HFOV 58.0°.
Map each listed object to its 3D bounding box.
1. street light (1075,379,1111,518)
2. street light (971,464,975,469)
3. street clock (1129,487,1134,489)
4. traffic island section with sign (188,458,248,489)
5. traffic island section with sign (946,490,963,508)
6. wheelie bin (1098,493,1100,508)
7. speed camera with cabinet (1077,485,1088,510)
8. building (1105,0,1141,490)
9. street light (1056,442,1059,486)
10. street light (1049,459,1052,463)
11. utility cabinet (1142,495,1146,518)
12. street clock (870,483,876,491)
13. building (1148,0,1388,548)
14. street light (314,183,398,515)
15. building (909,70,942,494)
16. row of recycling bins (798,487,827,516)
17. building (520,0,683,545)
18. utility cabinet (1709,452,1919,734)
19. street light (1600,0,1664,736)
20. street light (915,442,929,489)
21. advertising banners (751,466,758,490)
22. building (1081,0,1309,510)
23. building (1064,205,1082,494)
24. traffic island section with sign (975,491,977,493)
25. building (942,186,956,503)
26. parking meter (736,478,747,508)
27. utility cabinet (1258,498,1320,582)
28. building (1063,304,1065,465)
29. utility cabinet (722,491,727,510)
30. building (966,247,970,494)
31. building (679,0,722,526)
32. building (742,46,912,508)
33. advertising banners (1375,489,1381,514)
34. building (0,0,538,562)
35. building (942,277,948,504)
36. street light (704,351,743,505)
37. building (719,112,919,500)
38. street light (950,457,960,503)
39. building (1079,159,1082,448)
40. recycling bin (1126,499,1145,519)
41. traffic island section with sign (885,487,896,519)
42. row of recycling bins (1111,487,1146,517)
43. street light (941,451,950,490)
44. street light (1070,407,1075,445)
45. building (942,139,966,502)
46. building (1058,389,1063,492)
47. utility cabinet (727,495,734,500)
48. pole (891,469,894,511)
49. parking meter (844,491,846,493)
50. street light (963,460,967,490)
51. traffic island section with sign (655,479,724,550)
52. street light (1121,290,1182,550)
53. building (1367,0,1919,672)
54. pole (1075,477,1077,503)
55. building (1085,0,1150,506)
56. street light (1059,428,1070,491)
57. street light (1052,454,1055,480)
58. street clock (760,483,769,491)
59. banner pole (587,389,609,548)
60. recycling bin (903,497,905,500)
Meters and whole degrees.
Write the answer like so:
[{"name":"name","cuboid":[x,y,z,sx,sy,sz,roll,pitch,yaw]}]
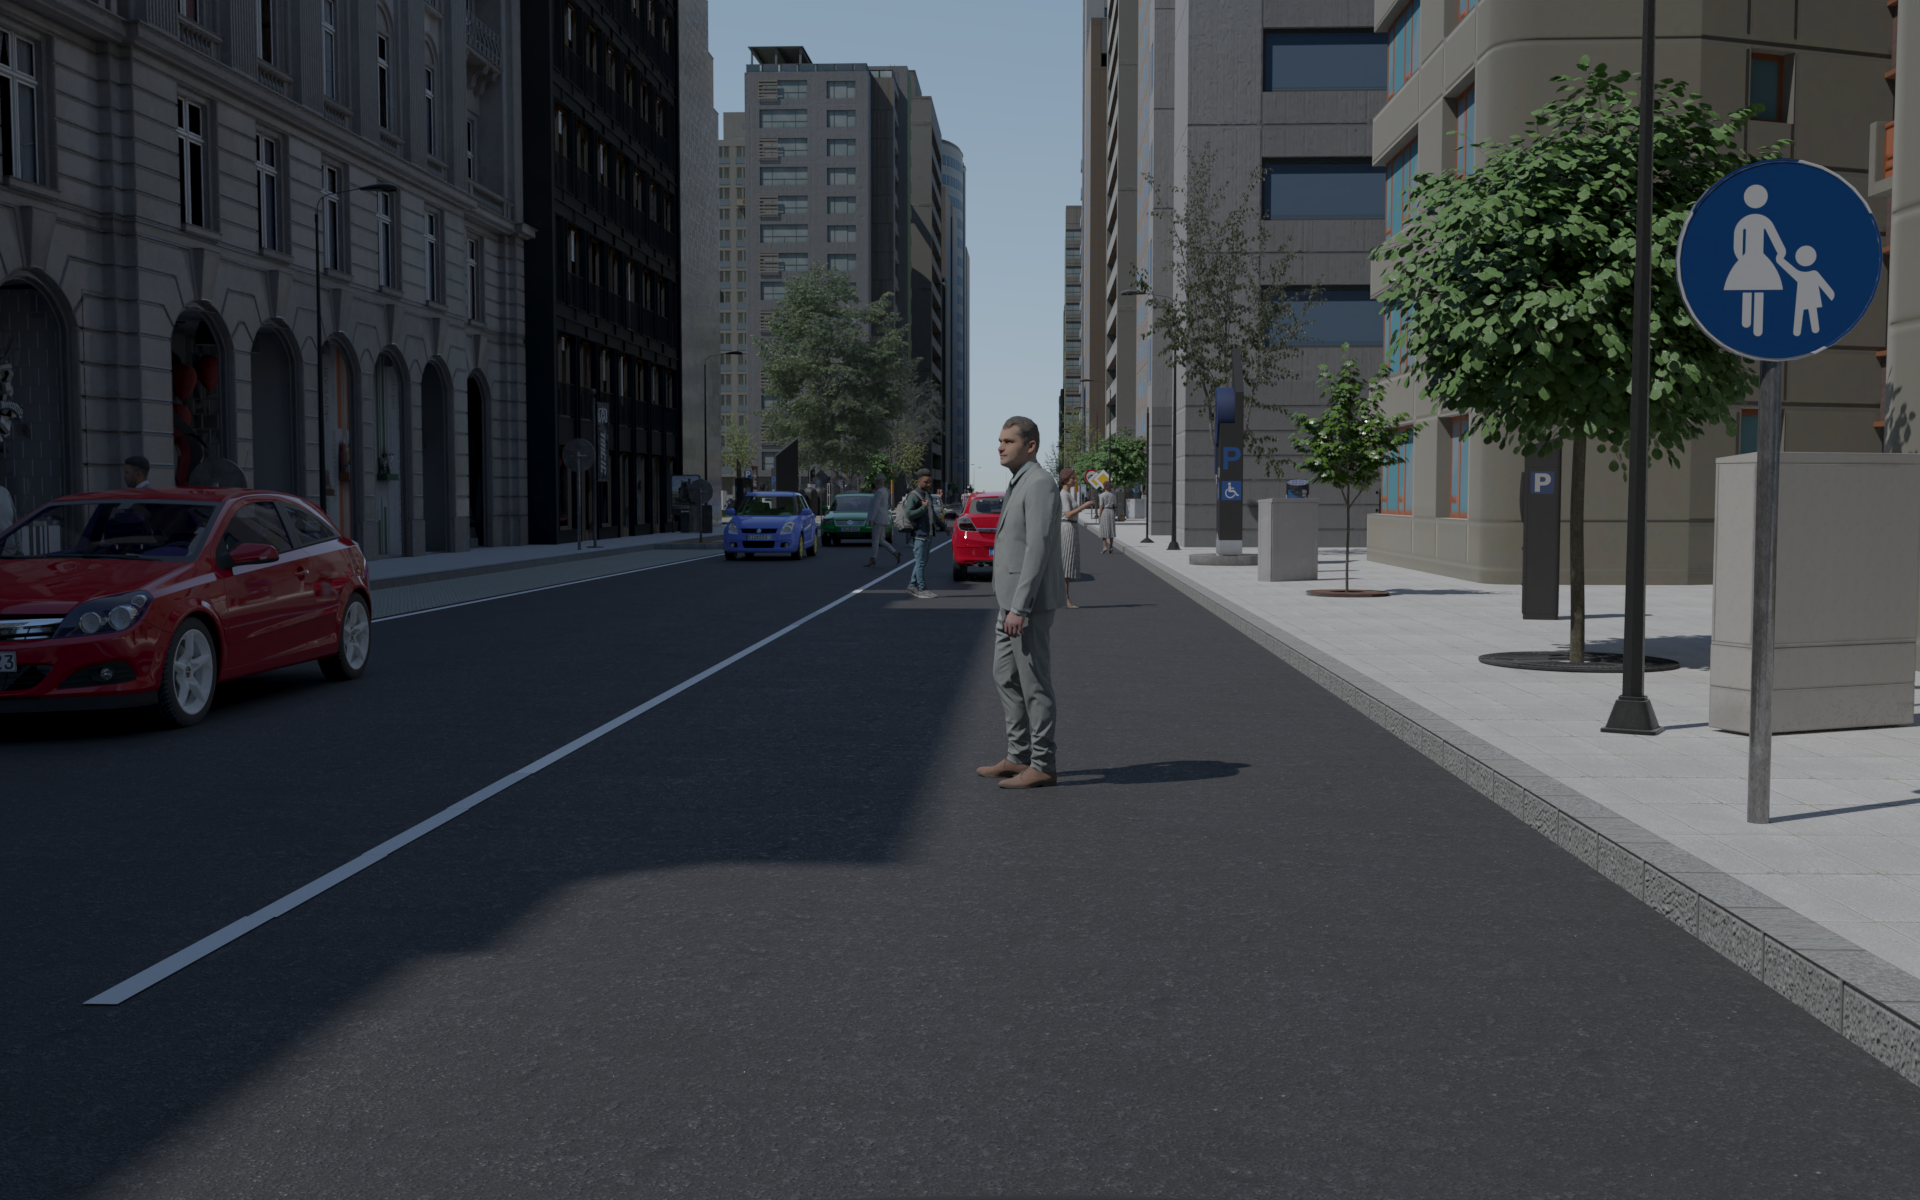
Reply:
[{"name":"street light","cuboid":[5.509,-5.954,69.884,1.470,5.913,1.316,0,4,2]},{"name":"street light","cuboid":[1.550,-18.149,269.273,1.470,5.913,1.316,0,4,2]},{"name":"street clock","cuboid":[12.508,-7.469,126.688,0.471,2.002,0.358,0,4,-2]},{"name":"traffic island section with sign","cuboid":[-8.012,-0.582,18.149,1.989,1.847,2.006,0,4,2]},{"name":"traffic island section with sign","cuboid":[-1.026,-10.355,177.924,1.989,1.847,2.006,0,4,2]},{"name":"wheelie bin","cuboid":[9.844,-6.772,118.634,0.693,1.594,0.980,2,4,30]},{"name":"speed camera with cabinet","cuboid":[9.537,-8.656,135.859,0.660,3.252,2.038,1,4,20]},{"name":"building","cuboid":[22.850,-31.514,138.962,21.300,48.544,21.600,0,4,2]},{"name":"street light","cuboid":[9.357,-11.049,153.188,1.470,5.913,1.316,0,4,2]},{"name":"street light","cuboid":[11.195,-13.810,198.340,1.470,5.913,1.316,0,4,2]},{"name":"utility cabinet","cuboid":[10.372,-5.064,93.963,1.020,1.237,0.306,0,4,-6]},{"name":"street clock","cuboid":[-5.614,-6.650,113.296,0.471,2.002,0.358,3,5,45]},{"name":"building","cuboid":[16.477,-31.273,53.315,21.231,58.520,28.212,0,4,2]},{"name":"street light","cuboid":[-9.095,-3.273,26.055,1.470,5.913,1.316,0,4,2]},{"name":"building","cuboid":[-13.327,-35.414,202.718,21.300,48.544,21.600,0,4,2]},{"name":"row of recycling bins","cuboid":[-9.158,-5.780,101.615,1.069,1.692,3.534,3,5,42]},{"name":"building","cuboid":[-15.975,-13.546,51.158,12.332,23.373,15.834,0,4,2]},{"name":"utility cabinet","cuboid":[4.649,-0.046,9.425,1.173,1.500,0.318,-1,4,-21]},{"name":"street light","cuboid":[3.095,-2.243,9.216,1.470,5.913,1.316,0,4,2]},{"name":"street light","cuboid":[-3.466,-11.200,155.666,1.470,5.913,1.316,0,4,2]},{"name":"advertising banners","cuboid":[-12.320,-6.892,108.867,0.090,3.025,2.074,3,5,43]},{"name":"building","cuboid":[23.316,-39.155,182.175,21.231,58.520,28.212,0,4,2]},{"name":"building","cuboid":[21.923,-34.446,246.788,14.154,41.232,14.086,0,4,2]},{"name":"traffic island section with sign","cuboid":[3.794,-17.100,288.206,1.989,1.847,2.006,0,4,2]},{"name":"building","cuboid":[-8.580,-36.399,245.240,14.600,45.320,14.200,0,4,2]},{"name":"parking meter","cuboid":[-7.869,-3.470,62.453,0.255,1.863,0.399,1,4,17]},{"name":"utility cabinet","cuboid":[4.853,-0.884,25.623,1.020,1.237,0.306,-3,4,-37]},{"name":"building","cuboid":[22.585,-30.008,262.323,14.160,30.474,14.107,0,4,2]},{"name":"utility cabinet","cuboid":[-15.346,-6.332,112.202,0.318,1.500,1.173,-1,4,-19]},{"name":"building","cuboid":[-5.455,-39.948,303.266,14.600,45.320,14.200,0,4,2]},{"name":"building","cuboid":[-18.277,-12.845,64.760,16.860,20.320,10.420,0,4,2]},{"name":"building","cuboid":[-11.984,-29.193,160.908,14.154,41.232,14.086,0,4,2]},{"name":"advertising banners","cuboid":[28.092,-7.276,115.143,0.090,3.025,2.074,2,4,31]},{"name":"building","cuboid":[-17.142,-11.592,31.327,13.314,21.916,24.055,0,4,2]},{"name":"building","cuboid":[-8.973,-27.550,222.143,14.160,30.474,14.107,0,4,2]},{"name":"street light","cuboid":[-7.745,-5.128,56.382,1.470,5.913,1.316,0,4,2]},{"name":"building","cuboid":[-19.772,-29.884,180.477,32.217,40.220,23.993,0,4,2]},{"name":"street light","cuboid":[-0.760,-14.914,216.391,1.470,5.913,1.316,0,4,2]},{"name":"building","cuboid":[25.978,-36.211,211.655,23.786,49.044,30.456,0,4,2]},{"name":"recycling bin","cuboid":[9.119,-4.738,90.016,0.722,1.027,0.722,-2,4,-33]},{"name":"traffic island section with sign","cuboid":[-4.369,-5.672,101.369,1.989,1.847,2.006,0,4,2]},{"name":"row of recycling bins","cuboid":[11.277,-6.121,107.190,3.534,1.692,1.069,0,4,3]},{"name":"street light","cuboid":[-2.147,-13.055,185.995,1.470,5.913,1.316,0,4,2]},{"name":"street light","cuboid":[6.727,-7.303,91.943,1.470,5.913,1.316,0,4,2]},{"name":"building","cuboid":[-10.106,-45.253,281.879,21.231,58.520,28.212,0,4,2]},{"name":"building","cuboid":[30.956,-27.691,297.788,27.650,21.520,28.899,0,4,2]},{"name":"utility cabinet","cuboid":[-17.032,-7.053,126.476,1.020,1.237,0.306,-1,4,-10]},{"name":"pole","cuboid":[-5.053,-8.304,129.612,0.158,3.312,0.155,0,3,0]},{"name":"parking meter","cuboid":[-8.206,-7.140,125.143,0.372,1.533,0.369,0,3,0]},{"name":"street light","cuboid":[0.142,-16.256,238.330,1.470,5.913,1.316,0,4,2]},{"name":"traffic island section with sign","cuboid":[-6.821,-2.245,45.329,1.989,1.847,2.006,0,4,2]},{"name":"street light","cuboid":[4.359,-4.098,39.547,1.470,5.913,1.316,0,4,2]},{"name":"building","cuboid":[21.022,-10.562,17.724,27.650,21.520,28.899,0,4,2]},{"name":"pole","cuboid":[7.950,-7.642,118.788,0.158,3.312,0.155,0,3,0]},{"name":"building","cuboid":[18.776,-31.245,160.967,14.600,45.320,14.200,0,4,2]},{"name":"street light","cuboid":[7.941,-9.158,122.277,1.470,5.913,1.316,0,4,2]},{"name":"street light","cuboid":[9.921,-11.907,167.224,1.470,5.913,1.316,0,4,2]},{"name":"street clock","cuboid":[-13.070,-6.734,114.663,0.358,2.002,0.471,0,4,7]},{"name":"banner pole","cuboid":[-8.649,-3.154,41.577,0.401,3.779,0.863,1,4,23]},{"name":"recycling bin","cuboid":[-4.615,-8.608,153.293,0.722,1.027,0.722,-2,4,-31]}]
